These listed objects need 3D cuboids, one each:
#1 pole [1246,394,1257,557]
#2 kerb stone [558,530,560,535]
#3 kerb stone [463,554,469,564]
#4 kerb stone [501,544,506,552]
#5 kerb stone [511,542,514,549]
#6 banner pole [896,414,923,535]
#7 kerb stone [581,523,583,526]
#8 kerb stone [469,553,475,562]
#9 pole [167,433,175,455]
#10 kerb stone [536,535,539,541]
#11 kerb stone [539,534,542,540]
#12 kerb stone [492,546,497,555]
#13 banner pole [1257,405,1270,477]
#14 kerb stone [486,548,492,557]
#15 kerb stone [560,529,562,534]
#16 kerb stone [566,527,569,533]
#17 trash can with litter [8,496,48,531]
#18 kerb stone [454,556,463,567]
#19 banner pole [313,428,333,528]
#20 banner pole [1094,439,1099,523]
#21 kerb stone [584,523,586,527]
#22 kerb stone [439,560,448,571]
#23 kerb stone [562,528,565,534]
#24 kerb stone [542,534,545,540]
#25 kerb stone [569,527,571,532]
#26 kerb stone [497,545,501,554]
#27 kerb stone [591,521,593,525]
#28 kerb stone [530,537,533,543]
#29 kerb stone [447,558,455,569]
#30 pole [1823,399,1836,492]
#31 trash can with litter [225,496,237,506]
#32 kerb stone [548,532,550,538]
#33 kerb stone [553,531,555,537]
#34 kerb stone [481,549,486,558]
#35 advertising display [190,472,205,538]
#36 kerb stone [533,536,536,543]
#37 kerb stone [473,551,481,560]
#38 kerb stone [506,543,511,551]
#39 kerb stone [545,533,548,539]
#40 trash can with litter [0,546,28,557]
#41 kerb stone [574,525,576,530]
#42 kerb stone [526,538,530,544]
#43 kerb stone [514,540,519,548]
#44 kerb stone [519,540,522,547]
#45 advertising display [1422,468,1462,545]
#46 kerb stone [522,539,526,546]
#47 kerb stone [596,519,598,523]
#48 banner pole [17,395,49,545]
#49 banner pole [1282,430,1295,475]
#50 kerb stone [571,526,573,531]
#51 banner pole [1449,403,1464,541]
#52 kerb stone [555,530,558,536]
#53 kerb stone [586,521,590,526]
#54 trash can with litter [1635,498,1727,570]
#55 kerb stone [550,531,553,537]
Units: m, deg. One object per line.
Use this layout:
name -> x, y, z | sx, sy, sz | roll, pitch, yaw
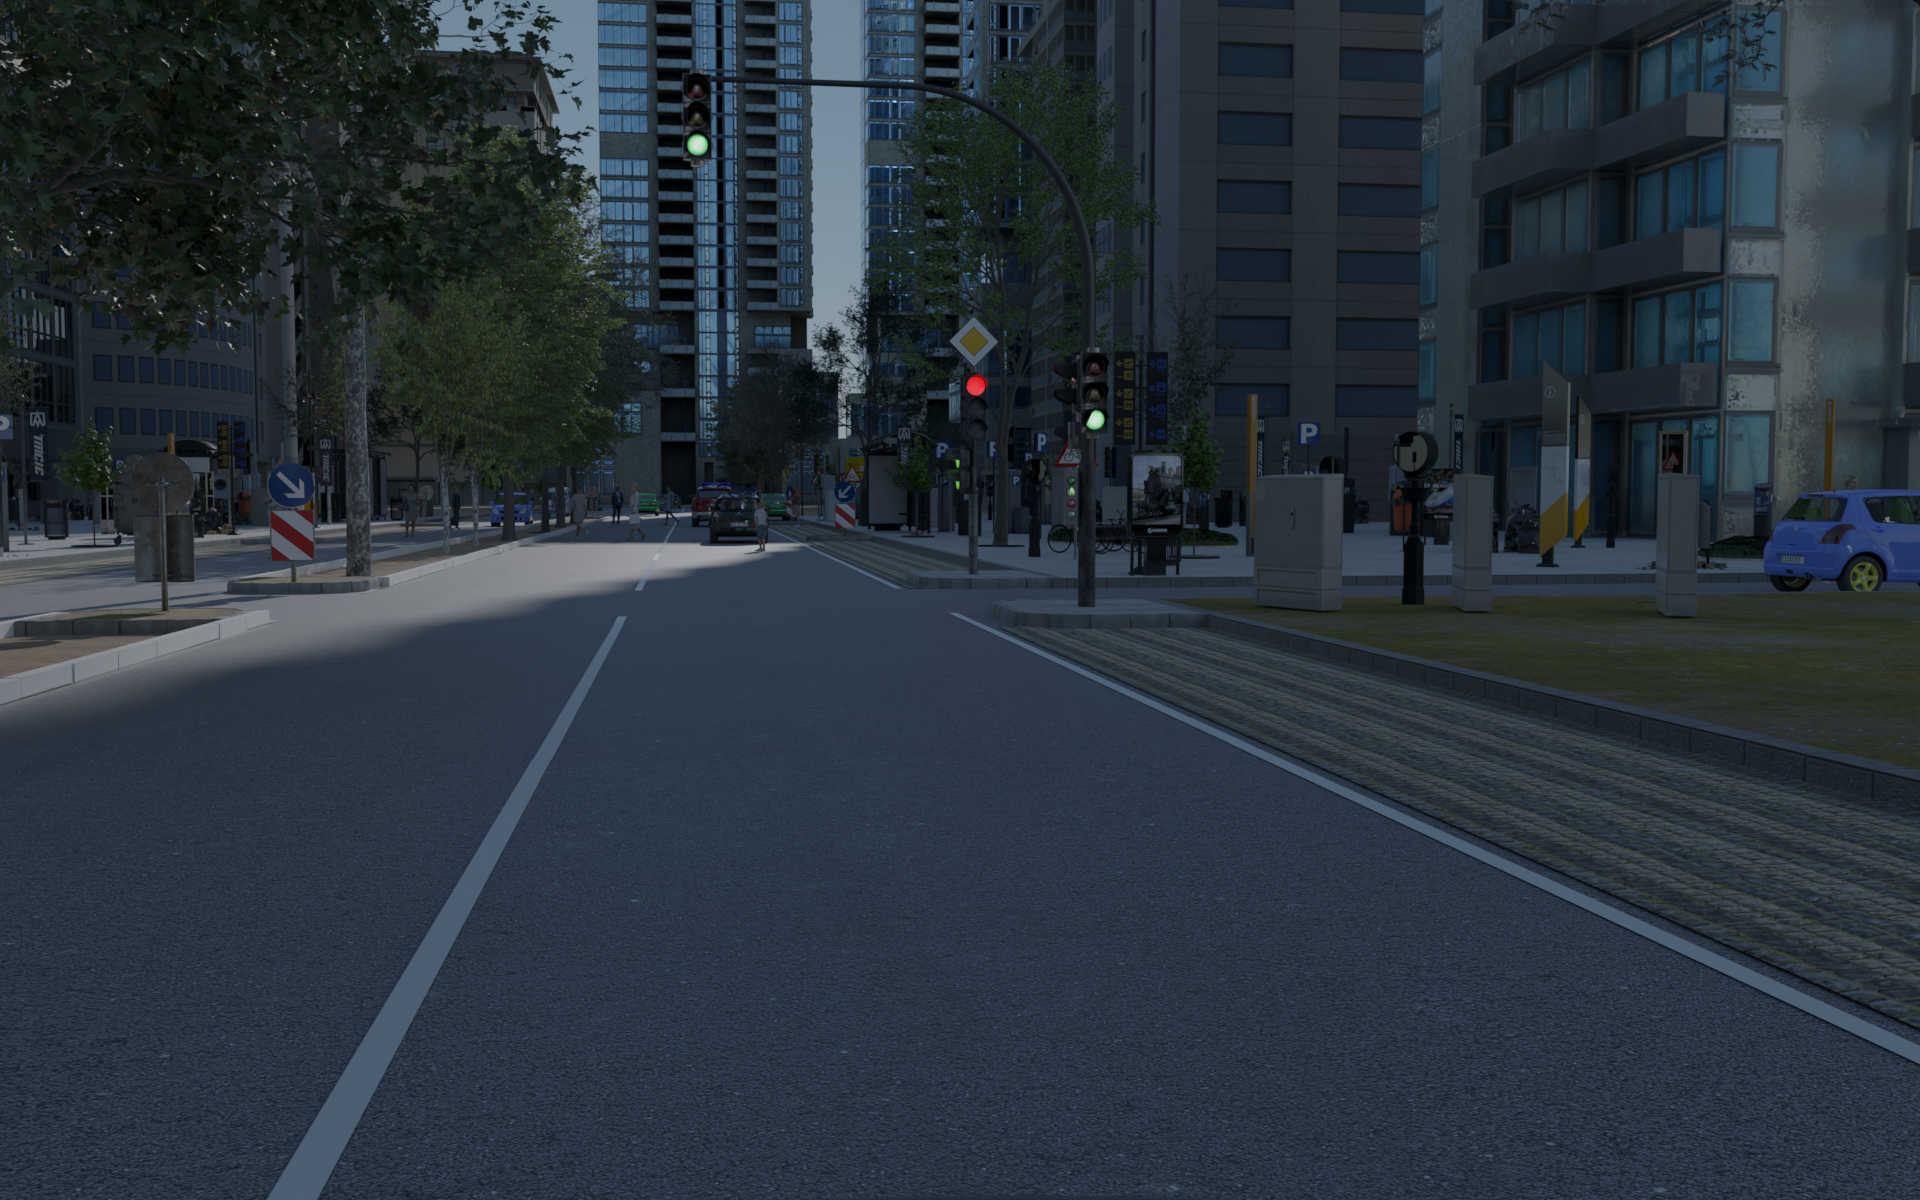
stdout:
pole -> 5.980, -2.549, 35.511 | 0.158, 3.312, 0.155 | 0, 3, 0
kerb stone -> -13.983, -2.293, 59.719 | 0.120, 0.150, 1.000 | -1, 4, -9
kerb stone -> -10.221, -0.808, 35.408 | 0.120, 0.150, 1.000 | -1, 4, -9
kerb stone -> -11.318, -1.241, 42.493 | 0.120, 0.150, 1.000 | -1, 4, -9
kerb stone -> -11.632, -1.363, 44.513 | 0.120, 0.150, 1.000 | -1, 4, -9
banner pole -> -1.596, -3.952, 54.631 | 0.863, 3.779, 0.401 | 1, 4, 9
kerb stone -> -15.861, -3.041, 71.912 | 0.120, 0.150, 1.000 | -1, 4, -9
kerb stone -> -10.378, -0.861, 36.419 | 0.120, 0.150, 1.000 | -1, 4, -9
pole -> -26.389, -3.925, 58.016 | 0.158, 3.312, 0.155 | 0, 3, 0
kerb stone -> -12.718, -1.798, 51.599 | 0.120, 0.150, 1.000 | -1, 4, -9
kerb stone -> -12.882, -1.856, 52.612 | 0.120, 0.150, 1.000 | -1, 4, -9
kerb stone -> -11.002, -1.117, 40.460 | 0.120, 0.150, 1.000 | -1, 4, -9
banner pole -> 8.509, -3.585, 48.627 | 0.401, 3.779, 0.863 | 3, 5, 42
kerb stone -> -10.846, -1.055, 39.449 | 0.120, 0.150, 1.000 | -1, 4, -9
kerb stone -> -14.137, -2.357, 60.740 | 0.120, 0.150, 1.000 | -1, 4, -9
kerb stone -> -14.602, -2.544, 63.786 | 0.120, 0.150, 1.000 | -1, 4, -9
trash can with litter -> -33.091, -3.051, 60.934 | 2.233, 1.210, 1.678 | 1, 4, 16
kerb stone -> -10.058, -0.746, 34.398 | 0.120, 0.150, 1.000 | -1, 4, -9
banner pole -> -24.159, -4.621, 65.574 | 0.863, 3.779, 0.401 | -1, 4, -11
banner pole -> 5.806, -5.321, 77.015 | 0.863, 3.779, 0.401 | -1, 4, -21
kerb stone -> -16.175, -3.164, 73.935 | 0.120, 0.150, 1.000 | -1, 4, -9
kerb stone -> -9.756, -0.622, 32.370 | 0.120, 0.150, 1.000 | -1, 4, -9
kerb stone -> -14.288, -2.413, 61.751 | 0.120, 0.150, 1.000 | -1, 4, -9
kerb stone -> -13.038, -1.921, 53.629 | 0.120, 0.150, 1.000 | -1, 4, -9
kerb stone -> -14.763, -2.606, 64.796 | 0.120, 0.150, 1.000 | -1, 4, -9
kerb stone -> -11.160, -1.179, 41.476 | 0.120, 0.150, 1.000 | -1, 4, -9
kerb stone -> -16.961, -3.472, 79.004 | 0.120, 0.150, 1.000 | -1, 4, -9
kerb stone -> -12.413, -1.675, 49.577 | 0.120, 0.150, 1.000 | -1, 4, -9
kerb stone -> -9.907, -0.684, 33.384 | 0.120, 0.150, 1.000 | -1, 4, -9
pole -> 18.677, -2.654, 37.236 | 0.158, 3.312, 0.155 | 0, 3, 0
trash can with litter -> -40.189, -5.110, 94.940 | 0.624, 1.170, 1.055 | 3, 4, 36
kerb stone -> -13.353, -2.047, 55.657 | 0.120, 0.150, 1.000 | -1, 4, -9
kerb stone -> -13.668, -2.171, 57.693 | 0.120, 0.150, 1.000 | -1, 4, -9
kerb stone -> -10.691, -0.993, 38.439 | 0.120, 0.150, 1.000 | -1, 4, -9
advertising display -> -22.354, -2.786, 50.760 | 0.123, 1.923, 0.974 | -3, 5, -41
kerb stone -> -12.575, -1.736, 50.587 | 0.120, 0.150, 1.000 | -1, 4, -9
kerb stone -> -10.536, -0.932, 37.428 | 0.120, 0.150, 1.000 | -1, 4, -9
kerb stone -> -11.467, -1.302, 43.504 | 0.120, 0.150, 1.000 | -1, 4, -9
kerb stone -> -13.193, -1.983, 54.639 | 0.120, 0.150, 1.000 | -1, 4, -9
trash can with litter -> -20.447, -1.496, 35.524 | 2.233, 1.210, 1.678 | 1, 4, 22
kerb stone -> -15.234, -2.791, 67.845 | 0.120, 0.150, 1.000 | -1, 4, -9
kerb stone -> -12.252, -1.612, 48.568 | 0.120, 0.150, 1.000 | -1, 4, -9
kerb stone -> -11.783, -1.427, 45.524 | 0.120, 0.150, 1.000 | -1, 4, -9
kerb stone -> -11.942, -1.489, 46.536 | 0.120, 0.150, 1.000 | -1, 4, -9
advertising display -> 12.116, -2.344, 43.544 | 0.974, 1.923, 0.123 | 3, 4, 36
kerb stone -> -12.097, -1.551, 47.548 | 0.120, 0.150, 1.000 | -1, 4, -9
kerb stone -> -17.581, -3.723, 83.065 | 0.120, 0.150, 1.000 | -1, 4, -9
banner pole -> -23.453, -3.290, 43.816 | 0.863, 3.779, 0.401 | 0, 4, -3
banner pole -> 12.887, -4.765, 67.929 | 0.401, 3.779, 0.863 | -2, 4, -30
kerb stone -> -14.915, -2.668, 65.811 | 0.120, 0.150, 1.000 | -1, 4, -9
banner pole -> 13.620, -3.526, 47.667 | 0.863, 3.779, 0.401 | -3, 5, -42
kerb stone -> -13.823, -2.231, 58.707 | 0.120, 0.150, 1.000 | -1, 4, -9
kerb stone -> -16.648, -3.350, 76.970 | 0.120, 0.150, 1.000 | -1, 4, -9
trash can with litter -> 12.421, -1.155, 29.946 | 2.233, 1.210, 1.678 | -2, 4, -28
kerb stone -> -13.518, -2.106, 56.677 | 0.120, 0.150, 1.000 | -1, 4, -9
